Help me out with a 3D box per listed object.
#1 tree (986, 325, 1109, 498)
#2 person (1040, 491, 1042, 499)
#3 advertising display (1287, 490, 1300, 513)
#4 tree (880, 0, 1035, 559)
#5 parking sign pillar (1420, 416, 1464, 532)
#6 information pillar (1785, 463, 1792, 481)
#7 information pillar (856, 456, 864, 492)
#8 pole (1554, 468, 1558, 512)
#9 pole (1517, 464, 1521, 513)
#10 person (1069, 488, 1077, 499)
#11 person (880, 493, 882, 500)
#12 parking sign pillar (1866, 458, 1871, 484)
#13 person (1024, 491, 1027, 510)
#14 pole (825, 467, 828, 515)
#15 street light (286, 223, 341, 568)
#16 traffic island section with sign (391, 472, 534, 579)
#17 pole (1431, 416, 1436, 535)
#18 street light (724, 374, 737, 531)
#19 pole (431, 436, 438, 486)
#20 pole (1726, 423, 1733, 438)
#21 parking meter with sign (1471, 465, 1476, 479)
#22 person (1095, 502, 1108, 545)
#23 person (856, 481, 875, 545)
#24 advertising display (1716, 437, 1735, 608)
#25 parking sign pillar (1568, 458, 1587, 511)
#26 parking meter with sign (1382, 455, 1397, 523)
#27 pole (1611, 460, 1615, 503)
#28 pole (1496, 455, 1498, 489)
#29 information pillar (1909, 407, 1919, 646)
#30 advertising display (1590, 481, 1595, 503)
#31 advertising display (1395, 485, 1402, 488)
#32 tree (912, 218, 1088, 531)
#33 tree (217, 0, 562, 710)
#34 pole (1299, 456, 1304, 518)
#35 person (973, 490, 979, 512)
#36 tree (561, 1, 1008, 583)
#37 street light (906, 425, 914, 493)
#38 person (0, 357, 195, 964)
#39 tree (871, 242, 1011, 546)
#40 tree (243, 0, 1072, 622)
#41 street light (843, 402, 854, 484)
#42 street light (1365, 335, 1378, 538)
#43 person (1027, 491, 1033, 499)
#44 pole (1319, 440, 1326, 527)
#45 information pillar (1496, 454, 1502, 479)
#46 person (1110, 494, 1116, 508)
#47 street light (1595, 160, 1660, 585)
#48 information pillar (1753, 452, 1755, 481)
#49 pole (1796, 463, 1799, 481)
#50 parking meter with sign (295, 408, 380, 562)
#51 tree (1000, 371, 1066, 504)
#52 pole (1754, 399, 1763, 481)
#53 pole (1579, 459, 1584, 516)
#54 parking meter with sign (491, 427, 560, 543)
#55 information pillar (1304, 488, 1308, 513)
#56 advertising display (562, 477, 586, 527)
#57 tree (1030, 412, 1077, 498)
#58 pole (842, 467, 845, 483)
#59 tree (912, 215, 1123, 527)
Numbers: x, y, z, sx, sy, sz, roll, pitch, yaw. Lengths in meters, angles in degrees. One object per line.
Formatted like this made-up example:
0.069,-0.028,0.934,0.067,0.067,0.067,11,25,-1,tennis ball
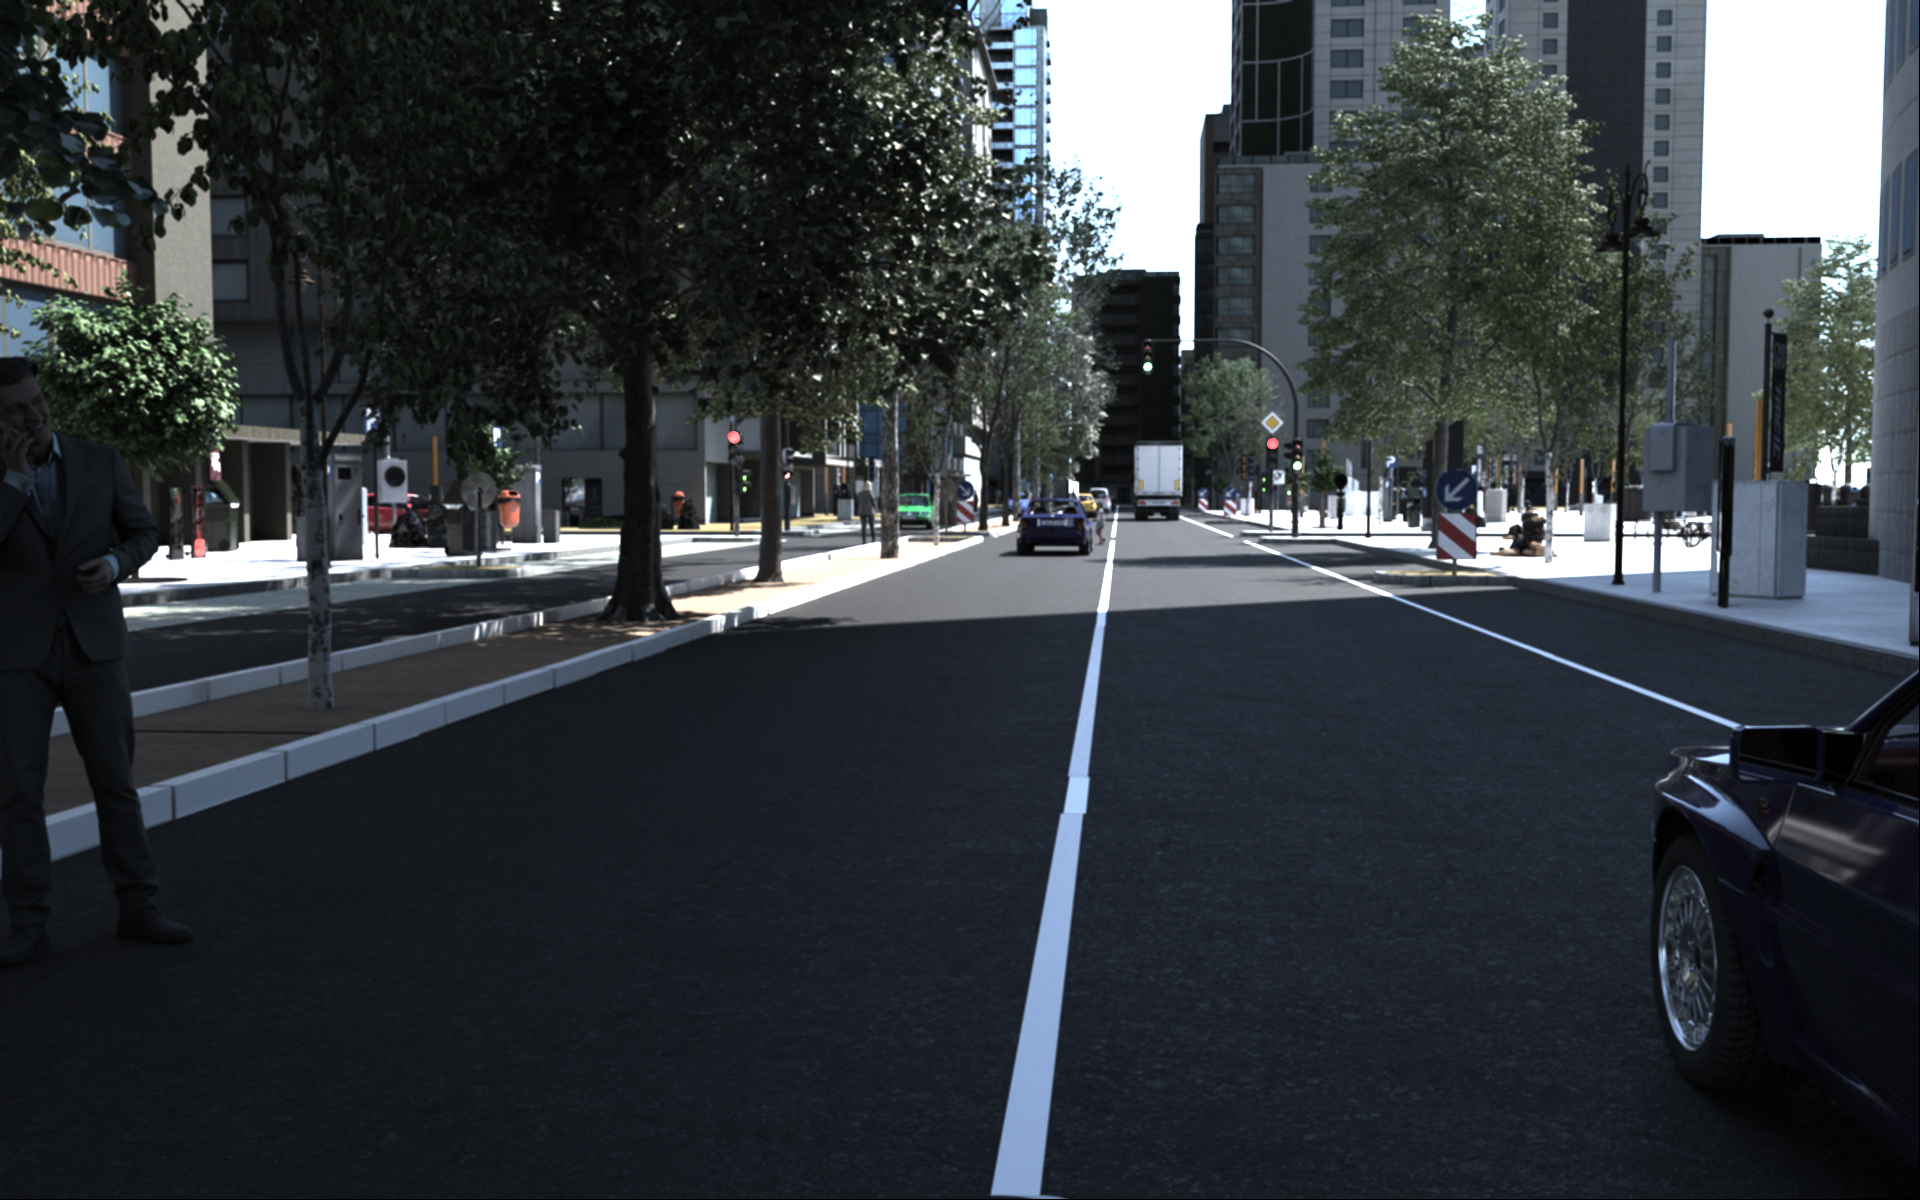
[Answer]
5.860,-12.871,119.555,9.857,13.997,8.962,0,3,0,tree
8.027,-10.085,174.208,0.721,1.723,1.217,3,5,42,person
22.063,-6.687,114.546,0.974,1.923,0.123,-1,4,-10,advertising display
-2.682,-11.032,38.726,12.611,20.169,13.585,0,3,0,tree
16.631,-4.355,59.675,1.447,3.967,1.447,-1,4,-10,parking sign pillar
61.884,-8.443,129.393,0.504,3.616,0.183,-1,4,-11,information pillar
-6.099,-6.955,105.062,0.504,3.616,0.183,0,4,-1,information pillar
43.540,-8.115,126.519,0.158,3.312,0.155,0,3,0,pole
41.117,-8.165,127.340,0.158,3.312,0.155,0,3,0,pole
6.727,-5.769,102.909,0.616,1.811,0.778,2,4,29,person
-3.480,-4.414,80.939,0.520,1.790,0.573,1,4,14,person
65.744,-8.333,124.714,1.447,3.967,1.447,0,4,3,parking sign pillar
5.822,-9.026,156.752,0.721,1.739,1.217,0,4,-2,person
-8.208,-6.887,106.451,0.158,3.312,0.155,0,3,0,pole
-10.934,-3.484,29.744,0.468,5.910,1.993,0,4,5,street light
-8.507,-1.307,29.995,1.989,1.847,2.006,0,4,5,traffic island section with sign
12.522,-3.161,45.530,0.158,3.312,0.155,0,3,0,pole
-8.006,-5.373,60.644,0.468,5.910,1.993,0,4,5,street light
-18.606,-4.132,61.404,0.158,3.312,0.155,0,3,0,pole
22.069,-3.420,49.757,0.158,3.312,0.155,0,3,0,pole
30.391,-6.600,104.176,1.738,3.016,0.543,-2,4,-32,parking meter with sign
4.024,-2.167,48.939,0.382,1.210,0.505,0,4,-7,person
-2.630,-2.438,48.542,0.537,1.800,0.526,1,4,13,person
8.776,-0.897,19.876,0.123,1.923,0.974,1,4,21,advertising display
46.478,-8.664,130.135,1.447,3.967,1.447,-1,4,-21,parking sign pillar
19.483,-5.049,78.819,0.543,3.016,1.738,1,4,8,parking meter with sign
38.190,-6.574,101.324,0.158,3.312,0.155,0,3,0,pole
28.256,-5.942,90.995,0.158,3.312,0.155,0,3,0,pole
8.227,-0.616,14.558,0.304,2.012,0.304,-3,5,-39,information pillar
30.395,-4.776,83.296,0.123,1.923,0.974,2,4,25,advertising display
32.915,-7.657,130.401,0.123,1.923,0.974,-1,4,-20,advertising display
0.970,-8.335,64.485,9.928,11.665,9.643,0,3,0,tree
-4.230,-3.559,11.014,4.737,8.622,4.395,0,3,0,tree
18.350,-6.063,92.969,0.158,3.312,0.155,0,3,0,pole
1.316,-8.014,140.086,0.434,1.755,0.990,2,4,24,person
-3.142,-6.576,28.105,7.486,12.596,7.792,0,3,0,tree
-3.210,-8.587,113.185,0.468,5.910,1.993,0,4,5,street light
-2.761,0.179,5.373,0.655,1.846,0.447,-2,4,-35,person
-0.642,-5.791,47.497,4.360,8.622,3.978,0,3,0,tree
-3.622,-6.117,19.476,9.611,12.733,9.660,0,3,0,tree
-5.644,-6.995,87.160,0.468,5.910,1.993,0,4,5,street light
11.875,-4.735,50.207,0.468,5.910,1.993,0,4,5,street light
8.049,-11.645,198.880,0.705,1.826,1.348,2,4,31,person
13.775,-4.401,65.803,0.158,3.312,0.155,0,3,0,pole
31.610,-6.745,101.629,0.504,3.616,0.183,-2,4,-30,information pillar
15.722,-10.180,178.169,0.697,1.427,0.421,2,4,26,person
9.357,-3.159,24.443,0.468,5.910,1.993,0,4,5,street light
44.543,-6.445,96.727,0.504,3.616,0.183,3,5,43,information pillar
55.787,-7.433,115.376,0.158,3.312,0.155,0,3,0,pole
-11.984,-2.276,33.466,0.543,3.016,1.738,2,4,34,parking meter with sign
4.040,-8.985,99.731,4.737,8.622,4.395,0,3,0,tree
17.116,-2.647,37.124,0.158,3.312,0.155,0,3,0,pole
36.057,-6.521,100.466,0.158,3.312,0.155,0,3,0,pole
-11.332,-2.995,45.237,1.738,3.016,0.543,1,4,9,parking meter with sign
23.662,-6.987,118.724,0.304,2.012,0.304,-2,4,-35,information pillar
-14.988,-3.797,67.289,0.974,1.923,0.123,-3,5,-43,advertising display
6.639,-10.645,126.872,4.360,8.622,3.978,0,3,0,tree
-7.480,-7.176,111.167,0.158,3.312,0.155,0,3,0,pole
2.033,-9.976,75.929,12.009,13.543,11.850,0,3,0,tree
